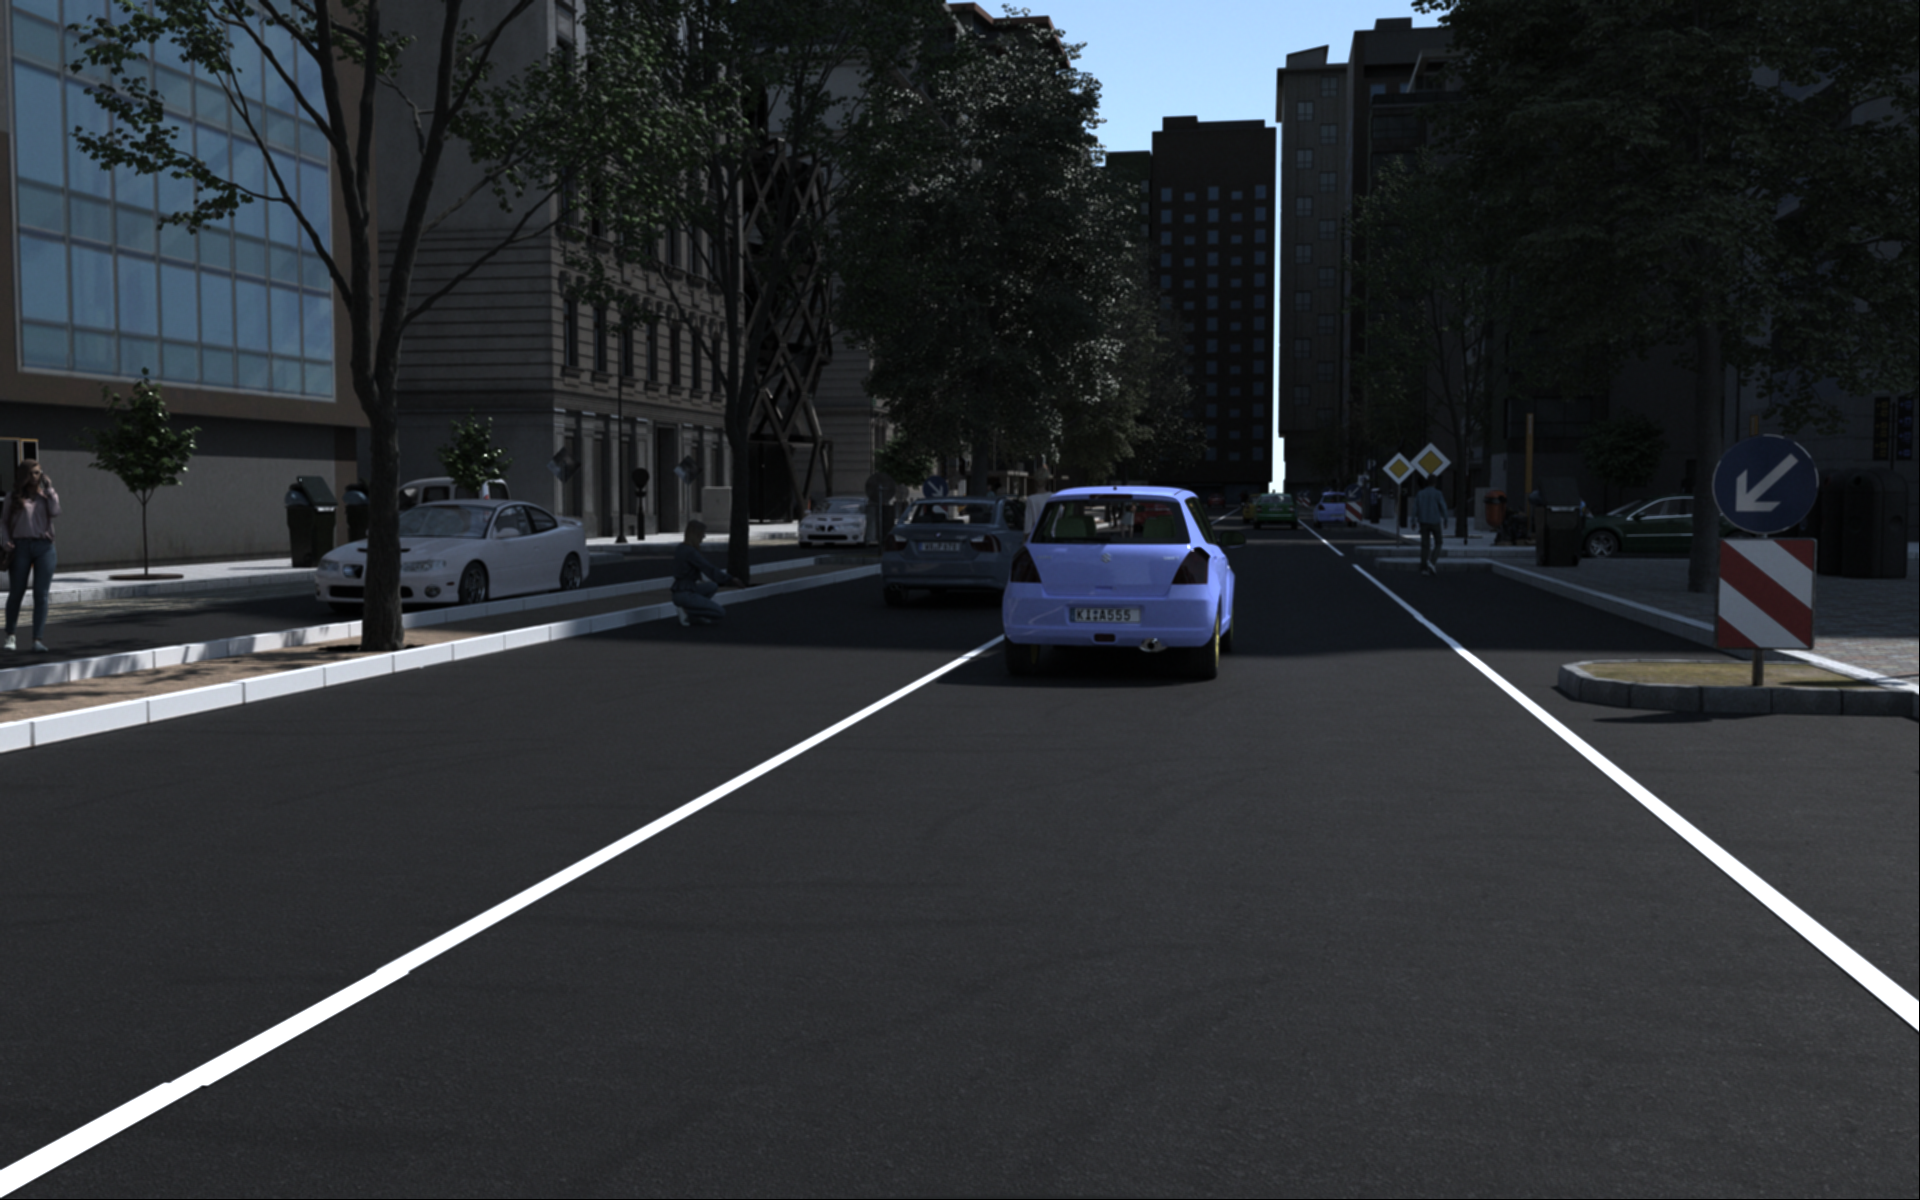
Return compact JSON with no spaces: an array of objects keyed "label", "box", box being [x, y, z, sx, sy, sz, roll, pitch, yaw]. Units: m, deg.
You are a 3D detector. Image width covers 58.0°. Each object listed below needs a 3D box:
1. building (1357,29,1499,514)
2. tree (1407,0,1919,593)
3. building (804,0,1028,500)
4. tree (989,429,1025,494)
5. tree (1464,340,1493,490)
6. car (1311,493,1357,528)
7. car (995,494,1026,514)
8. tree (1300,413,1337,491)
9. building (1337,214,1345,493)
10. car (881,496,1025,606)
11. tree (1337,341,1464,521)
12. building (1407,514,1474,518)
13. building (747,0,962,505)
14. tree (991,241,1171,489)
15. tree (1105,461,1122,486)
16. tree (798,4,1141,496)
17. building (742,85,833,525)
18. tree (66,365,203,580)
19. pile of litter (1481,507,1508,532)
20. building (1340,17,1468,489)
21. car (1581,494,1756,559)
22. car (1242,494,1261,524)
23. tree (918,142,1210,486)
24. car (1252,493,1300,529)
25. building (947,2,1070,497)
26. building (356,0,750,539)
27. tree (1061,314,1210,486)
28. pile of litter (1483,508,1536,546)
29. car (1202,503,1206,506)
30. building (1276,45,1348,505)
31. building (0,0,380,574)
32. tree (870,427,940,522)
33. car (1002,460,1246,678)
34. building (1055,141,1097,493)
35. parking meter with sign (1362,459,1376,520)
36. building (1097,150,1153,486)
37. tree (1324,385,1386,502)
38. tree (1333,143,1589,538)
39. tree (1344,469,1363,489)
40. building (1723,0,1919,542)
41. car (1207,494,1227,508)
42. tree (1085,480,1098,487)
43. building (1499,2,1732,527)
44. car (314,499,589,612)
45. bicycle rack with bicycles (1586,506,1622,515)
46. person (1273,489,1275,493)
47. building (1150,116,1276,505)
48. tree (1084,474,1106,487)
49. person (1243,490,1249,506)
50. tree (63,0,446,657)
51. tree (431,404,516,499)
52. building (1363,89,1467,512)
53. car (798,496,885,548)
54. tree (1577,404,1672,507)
[{"label":"building","box":[49.838,-27.659,144.113,32.217,40.220,23.993,1,4,10]},{"label":"tree","box":[9.383,-6.384,22.511,7.486,12.596,7.792,0,3,0]},{"label":"building","box":[-11.412,-27.023,133.712,32.217,40.220,23.993,1,4,10]},{"label":"tree","box":[3.501,-10.145,116.231,4.360,8.622,3.978,0,3,0]},{"label":"tree","box":[25.916,-8.147,83.562,4.737,8.622,4.395,0,3,0]},{"label":"car","box":[16.063,-3.952,74.211,1.945,1.707,3.694,1,4,9]},{"label":"car","box":[1.973,-3.899,75.547,2.131,1.459,4.920,1,4,11]},{"label":"tree","box":[33.248,-12.615,156.624,4.737,8.622,4.395,0,3,0]},{"label":"building","box":[46.194,-24.897,178.773,14.160,30.474,14.107,1,4,10]},{"label":"car","box":[0.136,-0.701,23.471,2.014,1.417,4.499,1,4,11]},{"label":"tree","box":[20.927,-8.067,82.255,4.737,8.622,4.395,0,3,0]},{"label":"building","box":[42.408,-24.926,99.413,32.217,40.220,23.993,1,4,10]},{"label":"building","box":[-8.705,-19.111,99.847,14.401,28.519,23.554,1,4,10]},{"label":"tree","box":[5.326,-9.578,77.178,7.486,12.596,7.792,0,3,0]},{"label":"tree","box":[17.063,-14.799,192.333,4.360,8.622,3.978,0,3,0]},{"label":"tree","box":[0.469,-8.400,46.446,9.857,13.997,8.962,0,3,0]},{"label":"building","box":[-14.273,-12.694,75.000,16.820,18.784,16.811,1,4,10]},{"label":"tree","box":[-12.191,-1.926,26.099,1.663,3.219,1.824,0,3,0]},{"label":"pile of litter","box":[18.392,-2.719,58.417,1.719,0.858,1.176,2,4,25]},{"label":"building","box":[43.850,-31.453,164.364,14.600,45.320,14.200,1,4,10]},{"label":"car","box":[15.290,-1.585,37.714,4.920,1.459,2.131,0,4,8]},{"label":"car","box":[14.773,-4.559,84.762,2.015,1.641,3.980,1,4,12]},{"label":"tree","box":[2.790,-8.997,59.927,12.009,13.543,11.850,0,3,0]},{"label":"car","box":[13.120,-3.861,71.919,1.959,1.807,4.718,1,4,11]},{"label":"building","box":[-1.773,-30.864,159.244,22.147,44.769,28.867,1,4,10]},{"label":"building","box":[-14.037,-12.653,56.033,9.793,20.994,18.267,1,4,10]},{"label":"tree","box":[9.567,-11.067,100.409,9.611,12.733,9.660,0,3,0]},{"label":"pile of litter","box":[13.969,-1.766,42.839,1.719,0.858,1.176,1,4,11]},{"label":"car","box":[10.497,-4.341,81.192,2.015,1.641,3.980,1,4,11]},{"label":"building","box":[52.245,-38.029,211.006,27.495,52.752,28.713,1,4,10]},{"label":"building","box":[-20.652,-23.269,30.555,14.200,45.320,14.600,1,4,10]},{"label":"tree","box":[-2.475,-5.962,81.187,4.285,4.588,4.351,0,3,0]},{"label":"car","box":[1.459,-0.323,14.878,1.945,1.707,3.694,1,4,11]},{"label":"building","box":[6.686,-30.755,186.443,14.086,41.232,14.154,1,4,10]},{"label":"parking meter with sign","box":[20.653,-5.584,87.557,0.543,3.016,1.738,0,4,4]},{"label":"building","box":[16.497,-32.203,210.112,14.086,41.232,14.154,1,4,10]},{"label":"tree","box":[25.492,-9.847,111.365,4.360,8.622,3.978,0,3,0]},{"label":"tree","box":[14.787,-7.648,50.803,9.928,11.665,9.643,0,3,0]},{"label":"tree","box":[27.049,-7.614,119.093,1.663,3.219,1.824,0,3,0]},{"label":"building","box":[38.449,-30.866,46.652,28.212,58.520,21.231,1,4,10]},{"label":"car","box":[26.880,-10.538,181.337,2.155,1.783,4.494,1,4,10]},{"label":"tree","box":[12.534,-10.629,168.378,1.663,3.219,1.824,0,3,0]},{"label":"building","box":[29.247,-18.350,71.719,14.160,30.474,14.107,1,4,10]},{"label":"car","box":[-6.416,-0.612,22.368,2.083,1.381,4.827,1,4,11]},{"label":"bicycle rack with bicycles","box":[19.029,-2.356,51.902,2.925,0.926,2.852,0,4,-4]},{"label":"person","box":[25.083,-7.937,138.357,1.348,1.812,0.705,-1,4,-23]},{"label":"building","box":[30.474,-34.111,207.818,14.200,45.320,14.600,1,4,10]},{"label":"tree","box":[13.362,-11.793,176.535,4.285,4.588,4.351,0,3,0]},{"label":"person","box":[25.226,-8.807,152.516,0.705,1.821,1.348,-2,4,-24]},{"label":"tree","box":[-5.185,-5.327,15.305,9.928,11.665,9.643,0,3,0]},{"label":"tree","box":[-10.443,-2.622,37.470,1.663,3.219,1.824,0,3,0]},{"label":"building","box":[36.916,-21.754,127.374,14.160,30.474,14.107,1,4,10]},{"label":"car","box":[-3.127,-2.154,47.575,2.083,1.381,4.827,1,4,9]},{"label":"tree","box":[24.342,-4.880,63.503,4.285,4.588,4.351,0,3,0]}]
